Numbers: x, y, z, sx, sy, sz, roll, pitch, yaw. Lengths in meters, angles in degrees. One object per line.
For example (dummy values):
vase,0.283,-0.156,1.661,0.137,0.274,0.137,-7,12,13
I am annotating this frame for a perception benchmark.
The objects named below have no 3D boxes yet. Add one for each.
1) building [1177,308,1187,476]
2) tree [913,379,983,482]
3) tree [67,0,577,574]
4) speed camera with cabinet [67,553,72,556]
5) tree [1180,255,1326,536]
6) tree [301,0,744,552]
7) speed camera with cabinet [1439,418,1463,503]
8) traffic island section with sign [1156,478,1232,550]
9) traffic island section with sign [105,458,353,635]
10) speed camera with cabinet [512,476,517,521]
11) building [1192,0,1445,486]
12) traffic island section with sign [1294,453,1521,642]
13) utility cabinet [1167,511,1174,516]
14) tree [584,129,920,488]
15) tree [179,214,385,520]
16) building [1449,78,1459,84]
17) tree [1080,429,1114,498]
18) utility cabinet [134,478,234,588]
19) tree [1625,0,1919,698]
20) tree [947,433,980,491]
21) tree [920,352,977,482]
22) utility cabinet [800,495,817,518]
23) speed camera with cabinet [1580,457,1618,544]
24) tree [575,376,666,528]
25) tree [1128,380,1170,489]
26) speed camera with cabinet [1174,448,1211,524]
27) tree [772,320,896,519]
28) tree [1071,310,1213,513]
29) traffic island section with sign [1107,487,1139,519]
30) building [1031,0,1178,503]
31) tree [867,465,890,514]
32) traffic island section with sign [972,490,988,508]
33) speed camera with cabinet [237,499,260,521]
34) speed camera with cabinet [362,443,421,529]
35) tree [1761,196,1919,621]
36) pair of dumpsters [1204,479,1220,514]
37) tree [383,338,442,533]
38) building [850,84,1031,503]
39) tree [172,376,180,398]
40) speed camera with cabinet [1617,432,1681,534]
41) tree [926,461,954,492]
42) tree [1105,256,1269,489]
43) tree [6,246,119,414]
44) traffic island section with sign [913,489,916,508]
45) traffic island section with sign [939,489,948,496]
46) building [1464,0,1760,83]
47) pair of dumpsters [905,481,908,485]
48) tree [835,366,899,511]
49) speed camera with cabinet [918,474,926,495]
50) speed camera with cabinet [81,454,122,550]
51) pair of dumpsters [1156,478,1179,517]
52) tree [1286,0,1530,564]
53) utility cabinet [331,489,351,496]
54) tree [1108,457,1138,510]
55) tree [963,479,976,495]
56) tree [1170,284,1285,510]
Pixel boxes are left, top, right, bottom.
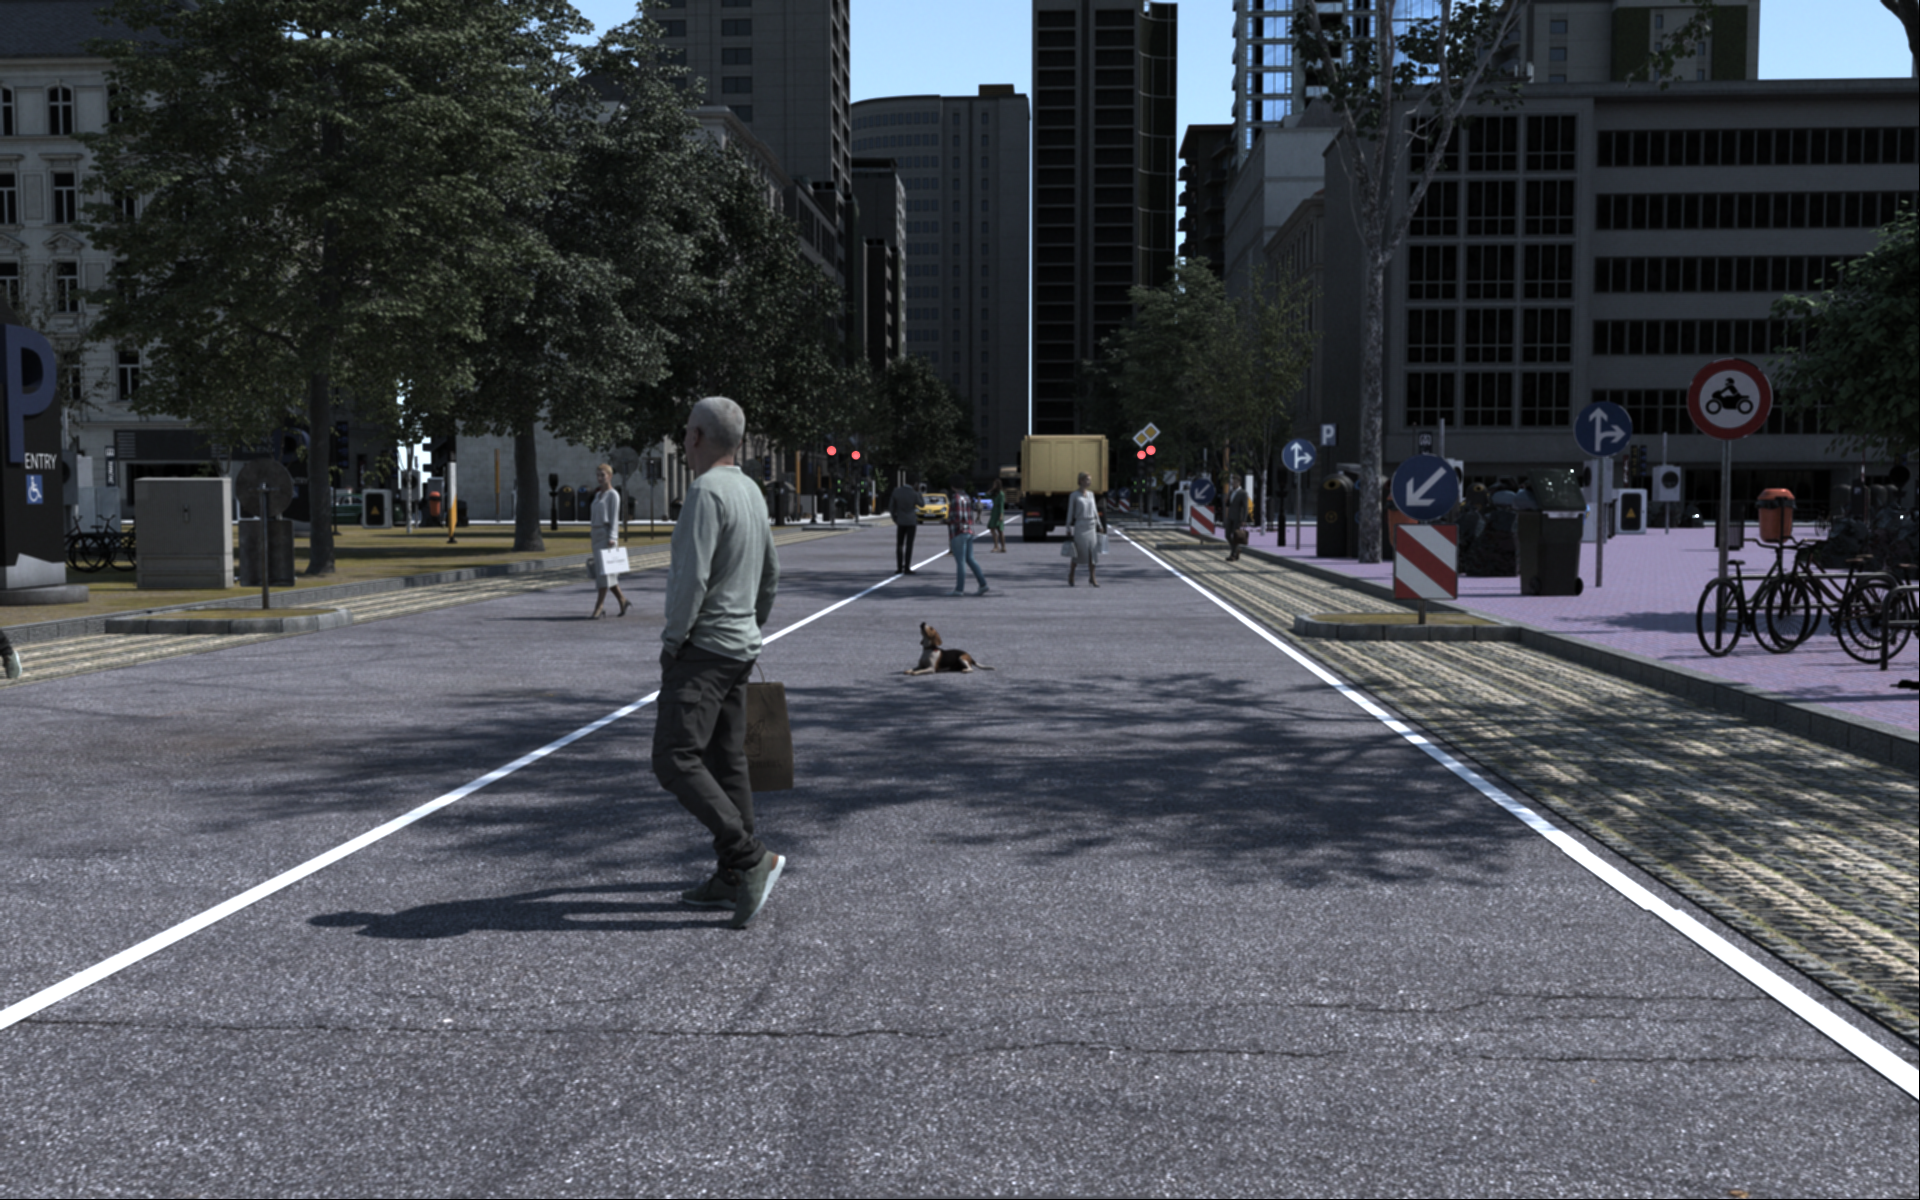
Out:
building,38.303,-29.125,247.896,14.107,30.474,14.160,0,4,3
tree,-1.329,-15.451,170.748,7.486,12.596,7.792,0,3,0
tree,-9.988,-6.717,27.946,7.486,12.596,7.792,0,3,0
speed camera with cabinet,-19.216,-2.512,35.413,2.038,3.252,0.660,-1,4,-19
tree,9.225,-6.312,53.558,4.737,8.622,4.395,0,3,0
tree,-9.660,-8.050,38.273,9.857,13.997,8.962,0,3,0
speed camera with cabinet,12.200,-3.085,44.778,2.038,3.252,0.660,-3,5,-41
traffic island section with sign,6.082,-2.205,44.687,1.989,1.847,2.006,0,4,3
traffic island section with sign,-7.659,-0.604,18.497,1.989,1.847,2.006,0,4,3
speed camera with cabinet,-21.126,-5.430,83.111,0.660,3.252,2.038,-1,4,-19
building,35.578,-52.489,170.862,22.319,86.520,31.000,0,4,3
traffic island section with sign,4.481,-0.555,17.697,1.989,1.847,2.006,0,4,3
utility cabinet,12.550,-5.538,101.716,0.306,1.237,1.020,2,4,35
tree,-7.885,-8.438,54.964,9.611,12.733,9.660,0,3,0
tree,-17.835,-5.806,45.288,4.737,8.622,4.395,0,3,0
building,60.441,-43.248,249.100,28.212,58.520,21.231,0,4,3
tree,19.591,-18.681,222.442,9.611,12.733,9.660,0,3,0
utility cabinet,-10.438,-0.894,23.294,1.173,1.500,0.318,0,4,-2
tree,6.481,-5.201,10.784,9.928,11.665,9.643,0,3,0
tree,-0.149,-14.350,184.981,4.360,8.622,3.978,0,3,0
tree,-3.815,-13.433,136.641,9.611,12.733,9.660,0,3,0
utility cabinet,-8.097,-4.946,92.024,1.020,1.237,0.306,2,4,31
speed camera with cabinet,16.555,-3.136,45.604,0.660,3.252,2.038,0,4,1
tree,-12.762,-7.047,65.579,4.360,8.622,3.978,0,3,0
tree,12.493,-9.474,105.265,4.360,8.622,3.978,0,3,0
speed camera with cabinet,10.094,-4.950,75.267,0.660,3.252,2.038,-2,4,-26
tree,-6.787,-9.443,88.813,7.601,10.594,8.767,0,3,0
tree,12.846,-12.989,119.028,9.857,13.997,8.962,0,3,0
traffic island section with sign,9.359,-5.595,100.099,1.989,1.847,2.006,0,4,3
building,20.792,-49.675,250.433,20.611,71.187,20.563,0,4,3
tree,-5.326,-7.090,110.523,1.663,3.219,1.824,0,3,0
traffic island section with sign,1.806,-10.376,178.269,1.989,1.847,2.006,0,4,3
speed camera with cabinet,-33.135,-5.362,81.997,2.038,3.252,0.660,-1,4,-14
speed camera with cabinet,-21.009,-4.261,64.006,2.038,3.252,0.660,-1,4,-10
tree,10.119,-2.069,17.537,4.285,4.588,4.351,0,3,0
pair of dumpsters,12.820,-5.449,91.584,1.574,2.255,4.437,0,4,3
tree,-18.253,-6.495,56.557,4.737,8.622,4.395,0,3,0
building,-3.947,-43.472,252.758,28.212,58.520,21.231,0,4,3
tree,-27.539,-7.011,64.998,4.737,8.622,4.395,0,3,0
speed camera with cabinet,21.852,-3.724,55.229,2.038,3.252,0.660,0,4,-3
tree,-1.531,-10.790,160.135,4.285,4.588,4.351,0,3,0
tree,10.764,-10.049,82.424,7.486,12.596,7.792,0,3,0
tree,-28.078,-6.241,52.405,4.360,8.622,3.978,0,3,0
traffic island section with sign,-2.778,-5.639,100.825,1.989,1.847,2.006,0,4,3
traffic island section with sign,-1.141,-7.319,128.289,1.989,1.847,2.006,0,4,3
building,75.338,-40.452,203.384,28.212,58.520,21.231,0,4,3
pair of dumpsters,-4.387,-7.747,129.156,1.574,2.255,4.437,0,4,3
tree,-5.628,-8.959,96.840,4.360,8.622,3.978,0,3,0
speed camera with cabinet,-3.931,-9.593,151.177,2.038,3.252,0.660,-3,4,-36
speed camera with cabinet,-20.108,-2.790,39.950,2.038,3.252,0.660,3,5,40
pair of dumpsters,11.846,-5.768,96.799,1.574,2.255,4.437,0,4,3
tree,8.913,-10.700,30.835,12.611,20.169,13.585,0,3,0
utility cabinet,-27.871,-4.216,77.603,1.173,1.500,0.318,0,4,8
tree,14.222,-9.558,139.980,4.285,4.588,4.351,0,3,0
tree,1.289,-14.152,225.989,1.663,3.219,1.824,0,3,0
tree,9.544,-6.779,61.201,4.360,8.622,3.978,0,3,0
